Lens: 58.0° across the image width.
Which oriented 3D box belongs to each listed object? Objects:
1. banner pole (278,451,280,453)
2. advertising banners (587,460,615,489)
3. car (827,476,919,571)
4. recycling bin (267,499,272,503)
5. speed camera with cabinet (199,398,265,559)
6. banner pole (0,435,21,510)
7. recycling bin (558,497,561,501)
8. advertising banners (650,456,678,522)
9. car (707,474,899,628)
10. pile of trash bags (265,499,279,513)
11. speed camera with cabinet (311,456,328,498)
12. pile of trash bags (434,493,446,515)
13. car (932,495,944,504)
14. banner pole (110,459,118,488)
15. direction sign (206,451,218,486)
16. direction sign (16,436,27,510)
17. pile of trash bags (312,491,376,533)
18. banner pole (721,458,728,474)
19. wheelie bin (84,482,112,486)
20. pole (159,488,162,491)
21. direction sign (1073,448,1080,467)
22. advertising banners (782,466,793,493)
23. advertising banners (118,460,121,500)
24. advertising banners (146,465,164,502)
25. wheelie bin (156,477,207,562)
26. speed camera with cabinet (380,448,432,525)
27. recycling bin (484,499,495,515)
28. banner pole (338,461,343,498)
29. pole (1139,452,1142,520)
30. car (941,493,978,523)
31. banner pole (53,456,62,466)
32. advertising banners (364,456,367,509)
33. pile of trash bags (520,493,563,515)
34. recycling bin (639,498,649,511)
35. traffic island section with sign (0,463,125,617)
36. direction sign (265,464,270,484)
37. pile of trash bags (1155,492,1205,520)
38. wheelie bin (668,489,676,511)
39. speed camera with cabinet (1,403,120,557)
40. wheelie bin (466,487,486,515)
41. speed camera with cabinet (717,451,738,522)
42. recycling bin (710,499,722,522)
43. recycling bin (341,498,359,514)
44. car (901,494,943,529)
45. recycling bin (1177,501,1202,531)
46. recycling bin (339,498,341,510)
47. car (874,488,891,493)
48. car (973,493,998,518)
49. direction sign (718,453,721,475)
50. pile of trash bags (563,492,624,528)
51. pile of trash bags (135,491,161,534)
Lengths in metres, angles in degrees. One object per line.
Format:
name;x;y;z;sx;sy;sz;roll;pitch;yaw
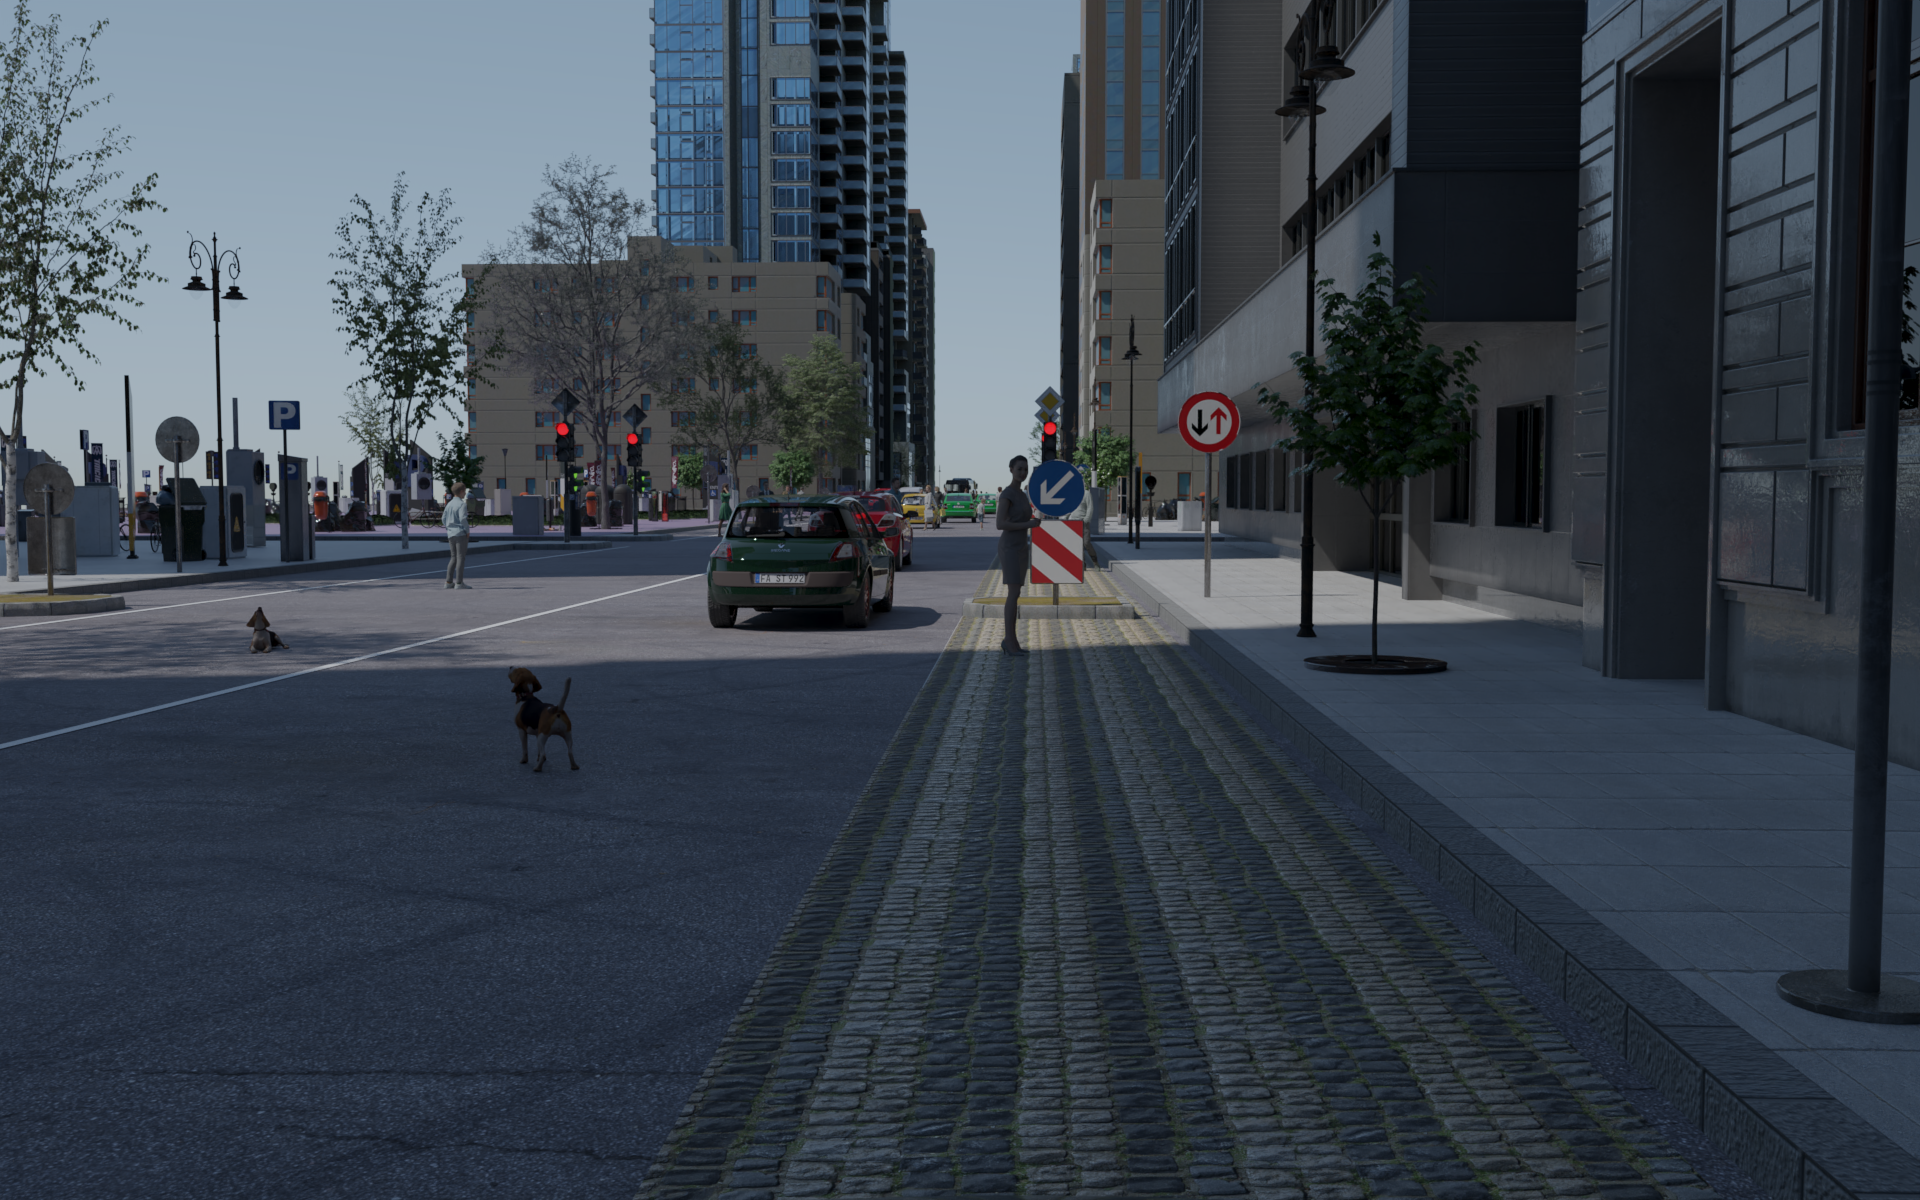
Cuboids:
banner pole;-39.337;-6.772;100.745;0.863;3.779;0.401;-2;4;-31
advertising banners;-19.562;-6.075;95.510;2.074;3.025;0.090;0;4;6
car;-1.912;-1.512;33.755;2.155;1.783;4.494;0;4;2
recycling bin;-38.710;-5.120;96.259;0.722;1.027;0.722;-3;4;-36
speed camera with cabinet;-14.651;-2.481;34.898;0.660;3.252;2.038;0;4;-1
banner pole;-35.175;-4.543;64.296;0.863;3.779;0.401;0;4;-5
recycling bin;-29.490;-7.102;128.669;0.722;1.027;0.722;-2;4;-26
advertising banners;-13.683;-5.138;80.198;2.074;3.025;0.090;3;5;42
car;-1.750;-0.622;19.953;2.009;1.686;4.222;0;4;3
pile of trash bags;-33.626;-4.421;82.042;1.912;1.369;3.447;1;4;11
speed camera with cabinet;-33.625;-5.795;89.076;2.038;3.252;0.660;-3;5;-42
pile of trash bags;-28.938;-5.345;97.135;1.912;1.369;3.447;-1;4;-8
car;-2.437;-9.542;168.586;1.945;1.354;3.894;0;4;3
banner pole;-53.836;-7.329;109.846;0.863;3.779;0.401;-3;4;-39
direction sign;-39.681;-6.114;91.957;0.379;3.537;0.876;1;4;19
direction sign;-36.388;-4.582;66.905;0.379;3.537;0.876;1;4;20
pile of trash bags;-21.111;-2.989;58.620;1.912;1.369;3.447;0;4;-2
banner pole;-14.428;-7.033;105.009;0.863;3.779;0.401;0;4;7
wheelie bin;-22.972;-2.338;46.136;0.980;1.594;0.693;-2;4;-27
pole;-60.237;-8.359;130.509;0.158;3.312;0.155;0;3;0
direction sign;5.984;-5.729;85.668;0.876;3.537;0.379;-1;4;-20
advertising banners;-10.808;-6.867;108.461;0.090;3.025;2.074;1;4;13
advertising banners;-42.402;-5.567;87.207;0.090;3.025;2.074;-1;4;-17
advertising banners;-48.132;-6.563;103.492;0.090;3.025;2.074;1;4;9
wheelie bin;-14.869;-1.536;33.022;0.693;1.594;0.980;2;4;25
speed camera with cabinet;-23.465;-4.834;73.367;2.038;3.252;0.660;-3;5;-42
recycling bin;-23.040;-4.458;85.446;0.722;1.027;0.722;3;5;41
banner pole;-46.289;-8.530;129.484;0.863;3.779;0.401;3;5;44
pole;8.856;-5.574;84.970;0.158;3.312;0.155;0;3;0
car;-0.058;-4.796;87.219;1.959;1.807;4.718;0;4;0
banner pole;-59.706;-7.621;114.612;0.863;3.779;0.401;1;4;22
advertising banners;-27.277;-5.093;79.454;0.090;3.025;2.074;-1;4;-16
pile of trash bags;-24.148;-5.586;101.080;3.447;1.369;1.912;1;4;15
recycling bin;-18.520;-5.444;101.562;0.722;1.027;0.722;-3;5;-40
traffic island section with sign;-11.426;-0.765;21.142;1.989;1.847;2.006;0;4;2
direction sign;-52.375;-8.465;130.402;0.876;3.537;0.379;-3;5;-44
pile of trash bags;11.259;-4.641;85.637;1.912;1.369;3.447;3;5;43
wheelie bin;-18.511;-6.298;110.878;0.693;1.594;0.980;-1;4;-11
speed camera with cabinet;-18.352;-2.509;35.356;2.038;3.252;0.660;-1;4;-12
wheelie bin;-22.235;-4.377;79.480;0.693;1.594;0.980;2;4;30
speed camera with cabinet;-10.657;-5.211;79.528;0.660;3.252;2.038;0;4;4
recycling bin;-11.342;-4.209;81.369;0.722;1.027;0.722;-1;4;-19
recycling bin;-39.676;-6.140;112.945;0.722;1.027;0.722;0;4;6
car;-1.725;-3.829;72.822;2.015;1.641;3.980;0;4;2
recycling bin;7.978;-2.912;60.162;0.722;1.027;0.722;0;4;-5
recycling bin;-42.179;-6.503;118.877;0.722;1.027;0.722;3;4;38
car;-4.892;-6.476;114.560;2.281;1.827;5.304;0;4;4
car;1.702;-5.864;104.673;1.959;1.807;4.718;0;4;1
direction sign;-13.420;-6.393;96.528;0.379;3.537;0.876;0;4;0
pile of trash bags;-14.133;-3.532;67.504;1.912;1.369;3.447;0;4;-5
pile of trash bags;-26.248;-2.887;56.952;3.447;1.369;1.912;3;4;36
